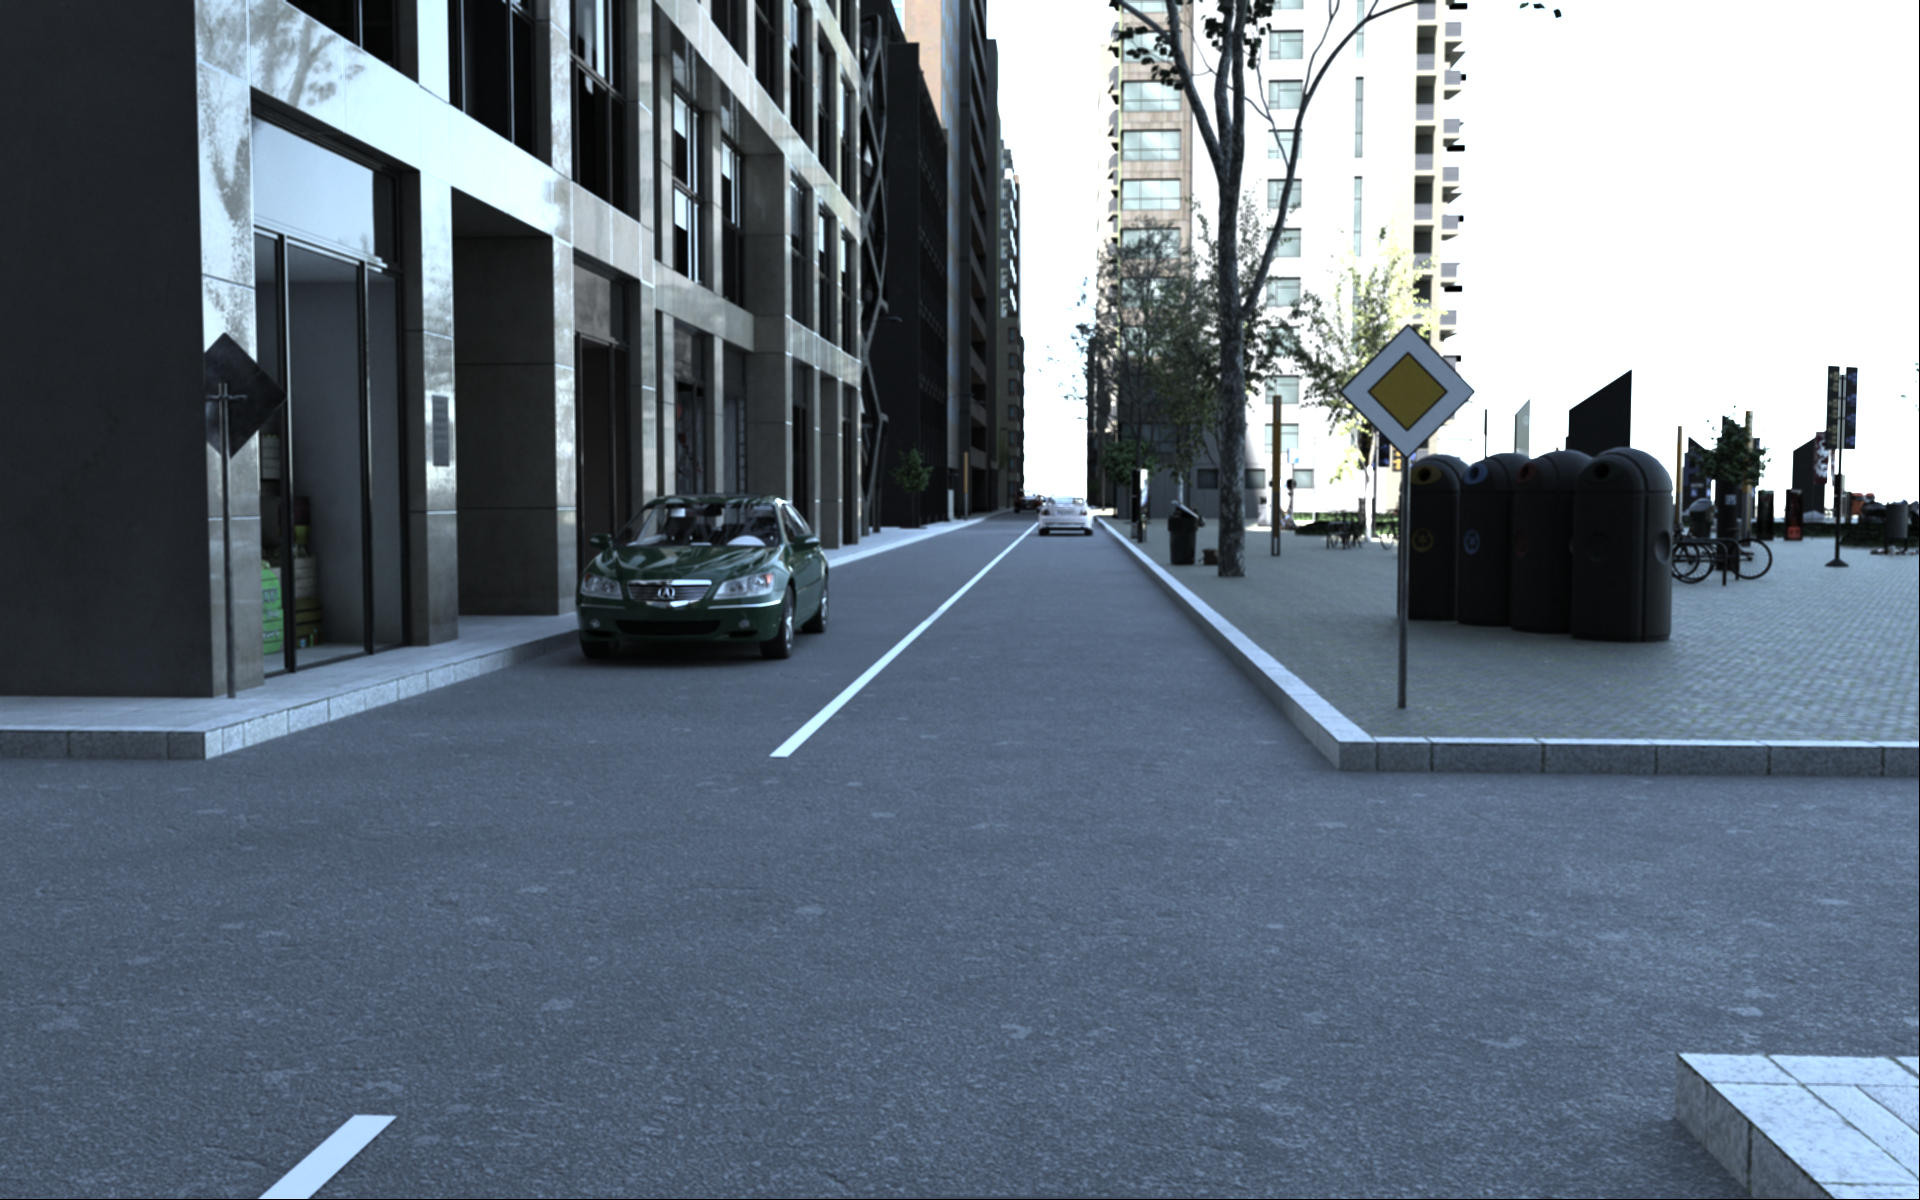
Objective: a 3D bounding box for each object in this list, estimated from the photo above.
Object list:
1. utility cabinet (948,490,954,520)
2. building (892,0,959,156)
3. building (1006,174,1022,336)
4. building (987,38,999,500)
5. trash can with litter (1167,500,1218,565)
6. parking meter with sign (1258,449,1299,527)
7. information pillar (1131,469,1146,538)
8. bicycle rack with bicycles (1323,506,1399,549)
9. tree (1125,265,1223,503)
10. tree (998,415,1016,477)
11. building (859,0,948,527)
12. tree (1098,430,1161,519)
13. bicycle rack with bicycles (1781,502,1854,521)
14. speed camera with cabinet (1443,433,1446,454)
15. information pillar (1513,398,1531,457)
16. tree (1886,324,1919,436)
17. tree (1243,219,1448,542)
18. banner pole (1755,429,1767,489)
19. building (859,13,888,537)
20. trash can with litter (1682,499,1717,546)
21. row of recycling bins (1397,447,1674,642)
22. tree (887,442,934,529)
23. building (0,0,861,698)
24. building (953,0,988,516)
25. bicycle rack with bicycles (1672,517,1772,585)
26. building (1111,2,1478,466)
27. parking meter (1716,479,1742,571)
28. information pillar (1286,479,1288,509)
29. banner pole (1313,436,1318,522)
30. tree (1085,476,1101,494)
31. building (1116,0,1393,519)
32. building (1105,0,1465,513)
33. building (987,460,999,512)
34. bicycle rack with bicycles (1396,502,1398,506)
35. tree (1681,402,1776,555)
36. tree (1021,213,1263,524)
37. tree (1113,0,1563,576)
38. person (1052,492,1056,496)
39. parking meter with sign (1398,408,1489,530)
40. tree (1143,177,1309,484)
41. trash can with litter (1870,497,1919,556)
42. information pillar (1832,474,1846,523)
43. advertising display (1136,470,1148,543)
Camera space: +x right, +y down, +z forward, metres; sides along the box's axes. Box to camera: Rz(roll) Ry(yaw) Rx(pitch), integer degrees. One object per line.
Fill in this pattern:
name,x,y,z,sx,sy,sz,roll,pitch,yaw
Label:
utility cabinet,-0.643,-4.627,84.336,0.318,1.500,1.173,-1,4,-21
building,-7.368,-27.109,93.335,14.600,45.320,14.200,0,4,4
building,1.368,-35.853,236.308,14.600,45.320,14.200,0,4,4
building,-3.905,-28.607,151.320,14.154,41.232,14.086,0,4,4
trash can with litter,4.309,-1.234,31.567,1.055,1.170,0.624,1,4,13
parking meter with sign,12.291,-4.337,67.178,0.543,3.016,1.738,-3,4,-36
information pillar,5.163,-2.794,50.171,0.304,2.012,0.304,-2,4,-35
bicycle rack with bicycles,9.678,-1.684,40.923,2.852,0.926,2.925,2,4,34
tree,7.472,-6.511,56.812,4.737,8.622,4.395,0,3,0
tree,3.367,-12.931,161.788,4.737,8.622,4.395,0,3,0
building,-7.223,-15.008,75.051,12.332,23.373,15.834,0,4,4
tree,8.690,-6.416,88.614,4.285,4.588,4.351,0,3,0
bicycle rack with bicycles,40.018,-4.146,81.170,2.925,0.926,2.852,3,5,40
speed camera with cabinet,16.223,-3.831,56.976,2.038,3.252,0.660,-2,4,-34
information pillar,13.663,-3.105,42.120,0.504,3.616,0.183,-2,4,-26
tree,34.200,-6.641,58.937,4.737,8.622,4.395,0,3,0
tree,10.708,-5.861,46.188,4.737,8.622,4.395,0,3,0
banner pole,30.731,-4.688,66.664,0.401,3.779,0.863,-2,4,-24
building,-10.802,-11.379,53.499,16.820,18.784,16.811,0,4,4
trash can with litter,18.299,-1.929,42.926,1.055,1.170,0.624,-3,5,-41
row of recycling bins,5.442,-0.582,16.629,1.069,1.692,3.534,-1,4,-20
tree,-1.671,-4.272,64.442,1.663,3.219,1.824,0,3,0
building,-13.211,-13.647,27.649,19.350,26.468,34.151,0,4,4
building,-9.372,-29.863,111.962,21.300,48.544,21.600,0,4,4
bicycle rack with bicycles,10.338,-0.754,25.703,2.925,0.926,2.852,2,4,31
building,26.578,-34.044,145.864,28.713,52.752,27.495,0,4,4
parking meter,12.923,-1.266,29.111,0.372,1.533,0.369,0,3,0
information pillar,15.526,-4.806,83.066,0.304,2.012,0.304,2,4,29
banner pole,15.329,-5.176,74.644,0.401,3.779,0.863,2,4,26
tree,13.278,-10.666,168.997,1.663,3.219,1.824,0,3,0
building,15.796,-19.869,96.563,14.160,30.474,14.107,0,4,4
building,21.147,-28.297,117.278,22.147,44.769,28.867,0,4,4
building,-7.408,-42.471,132.656,20.563,71.187,20.611,0,4,4
bicycle rack with bicycles,19.409,-3.734,74.440,2.925,0.926,2.852,0,4,-2
tree,16.385,-2.566,36.559,1.663,3.219,1.824,0,3,0
tree,7.873,-10.072,75.043,12.009,13.543,11.850,0,3,0
tree,3.390,-10.362,25.303,12.611,20.169,13.585,0,3,0
person,13.030,-14.346,243.067,1.348,1.822,0.705,-2,4,-30
parking meter with sign,9.878,-2.396,35.431,1.738,3.016,0.543,1,4,18
tree,6.283,-5.553,41.146,4.360,8.622,3.978,0,3,0
trash can with litter,20.309,-1.574,36.785,2.233,1.210,1.678,-1,4,-13
information pillar,31.445,-3.514,61.951,0.304,2.012,0.304,-2,4,-28
advertising display,4.827,-2.488,45.892,0.123,1.923,0.974,1,4,18
